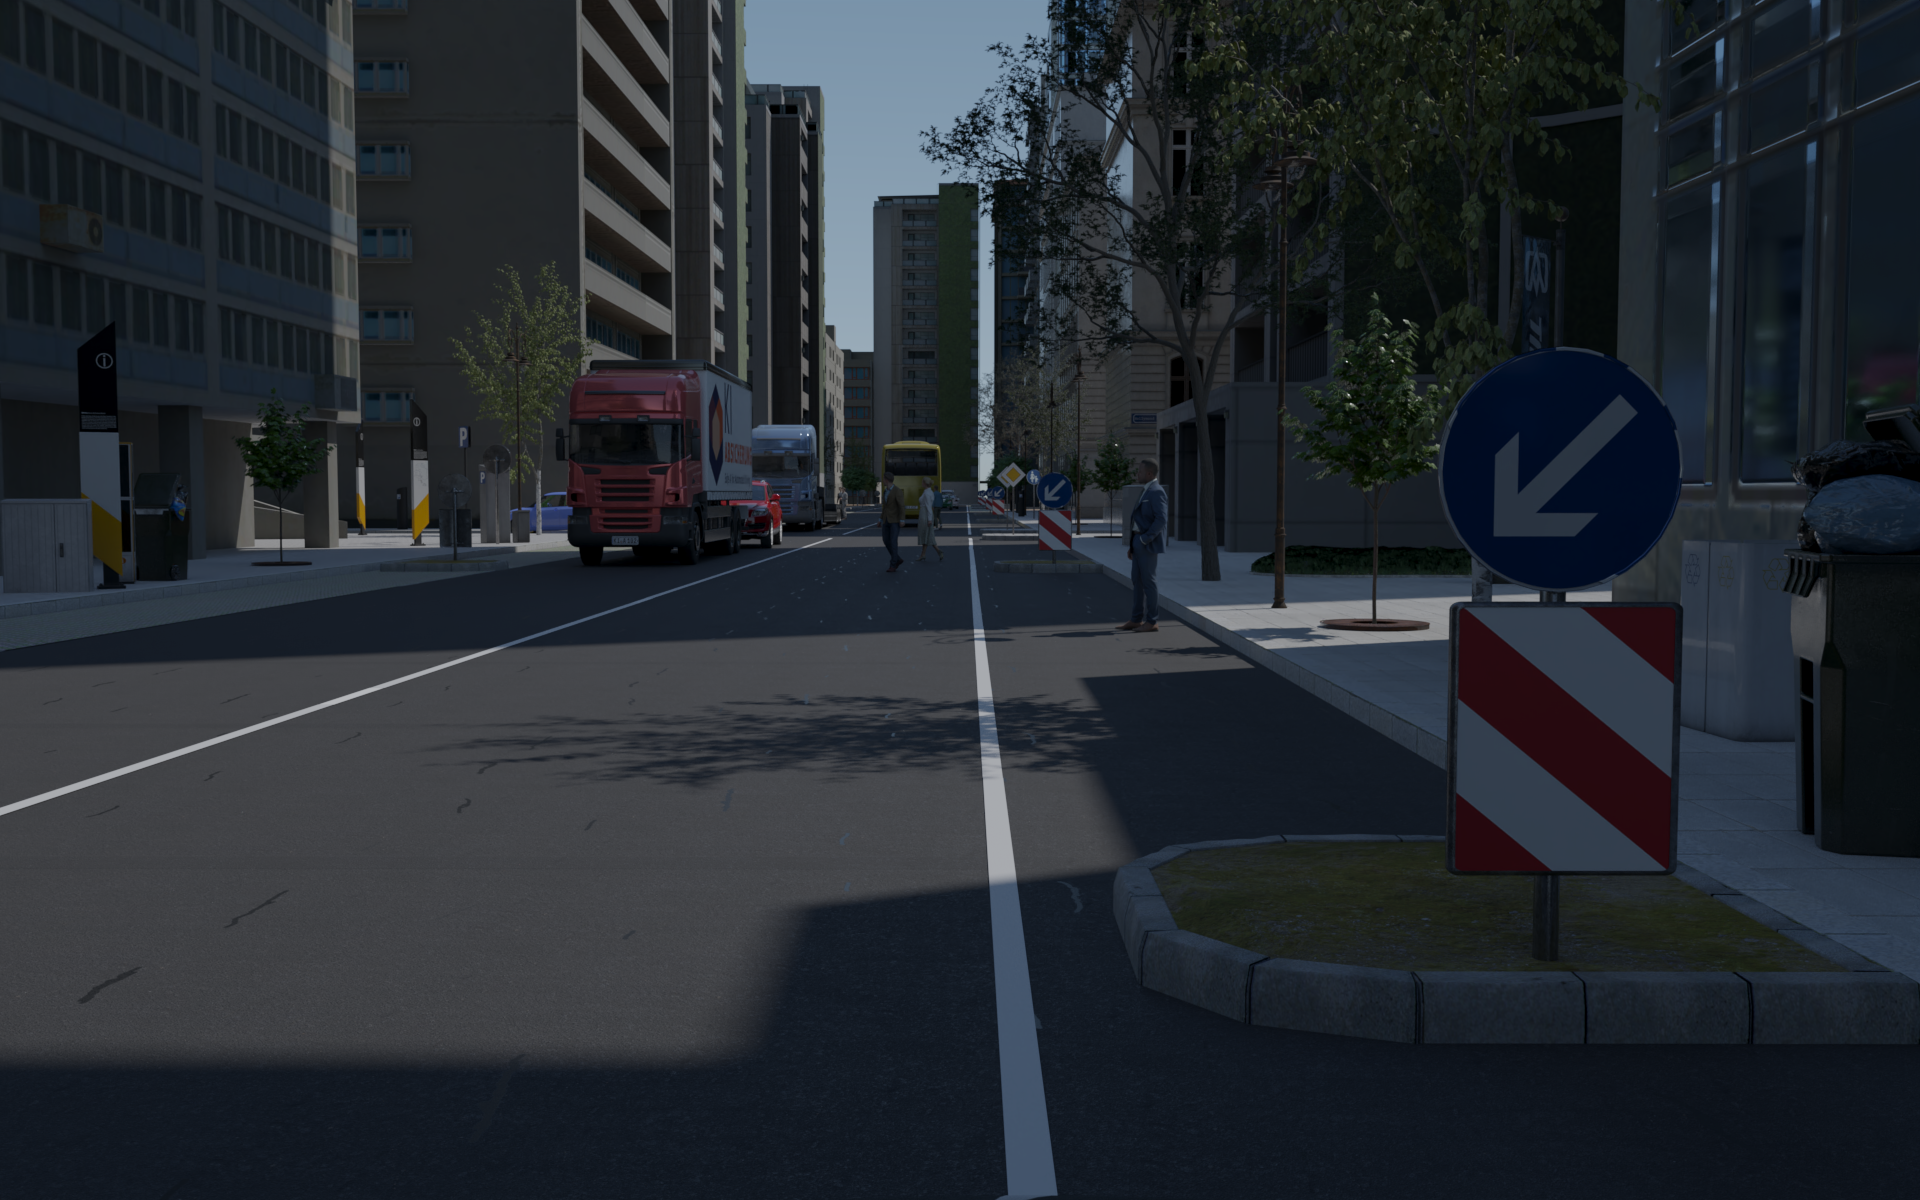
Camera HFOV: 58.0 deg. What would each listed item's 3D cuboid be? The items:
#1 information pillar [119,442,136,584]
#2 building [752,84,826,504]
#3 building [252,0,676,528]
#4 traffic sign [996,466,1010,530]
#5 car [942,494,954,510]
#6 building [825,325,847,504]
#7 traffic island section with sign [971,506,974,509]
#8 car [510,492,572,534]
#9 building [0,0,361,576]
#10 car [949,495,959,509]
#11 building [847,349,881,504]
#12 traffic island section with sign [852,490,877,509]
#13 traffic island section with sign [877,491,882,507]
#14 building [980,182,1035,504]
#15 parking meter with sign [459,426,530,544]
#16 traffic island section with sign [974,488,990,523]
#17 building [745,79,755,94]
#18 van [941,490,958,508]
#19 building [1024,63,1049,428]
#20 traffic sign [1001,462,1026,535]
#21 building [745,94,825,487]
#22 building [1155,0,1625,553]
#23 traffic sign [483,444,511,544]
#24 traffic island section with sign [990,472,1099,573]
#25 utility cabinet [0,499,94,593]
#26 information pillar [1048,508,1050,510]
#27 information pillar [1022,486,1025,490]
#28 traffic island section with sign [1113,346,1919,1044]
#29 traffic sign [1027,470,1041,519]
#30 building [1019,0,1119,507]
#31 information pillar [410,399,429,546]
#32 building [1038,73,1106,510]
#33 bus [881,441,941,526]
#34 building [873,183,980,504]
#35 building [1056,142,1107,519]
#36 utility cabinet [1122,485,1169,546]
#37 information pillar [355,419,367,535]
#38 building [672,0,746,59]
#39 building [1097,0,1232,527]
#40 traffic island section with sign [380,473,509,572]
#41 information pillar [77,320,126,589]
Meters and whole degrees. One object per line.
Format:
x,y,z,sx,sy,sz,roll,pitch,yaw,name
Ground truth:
-11.940,-1.235,24.680,0.304,2.012,0.304,-1,4,-21,information pillar
-20.669,-29.664,168.593,14.154,41.232,14.086,0,4,0,building
-24.652,-27.516,73.594,21.300,48.544,21.600,0,4,0,building
1.702,-3.596,62.432,0.795,2.450,0.064,0,4,0,traffic sign
-1.579,-8.706,154.145,2.131,1.459,4.920,0,4,-1,car
-28.760,-21.652,199.046,28.899,21.520,27.650,0,4,0,building
1.910,-6.540,115.557,1.989,1.847,2.006,0,4,0,traffic island section with sign
-13.760,-3.026,59.060,3.694,1.707,1.945,0,3,0,car
-26.135,-20.966,34.671,23.993,40.220,32.217,0,4,0,building
-1.072,-9.450,166.874,2.083,1.381,4.827,0,4,-1,car
-25.881,-23.911,235.979,28.899,21.520,27.650,0,4,0,building
-9.185,-9.529,164.434,1.989,1.847,2.006,0,4,0,traffic island section with sign
-9.084,-11.178,191.389,1.989,1.847,2.006,0,4,0,traffic island section with sign
17.083,-35.381,233.101,28.867,44.769,22.147,0,4,0,building
-12.101,-2.989,45.125,1.738,3.016,0.543,-3,5,-41,parking meter with sign
1.817,-4.837,87.719,1.989,1.847,2.006,0,4,0,traffic island section with sign
-29.925,-27.972,149.223,32.217,40.220,23.993,0,4,0,building
-1.269,-10.493,178.565,2.013,2.044,4.112,0,4,2,van
18.681,-35.239,195.773,23.786,49.044,30.456,0,4,0,building
1.674,-3.107,54.447,0.795,2.450,0.064,0,4,0,traffic sign
-17.675,-21.835,128.711,14.160,30.474,14.107,0,4,0,building
16.138,-36.823,40.316,20.563,71.187,20.611,0,4,0,building
-11.831,-2.699,44.241,0.768,2.556,0.104,1,4,10,traffic sign
1.627,-1.455,32.411,1.989,1.847,2.006,0,4,0,traffic island section with sign
-11.903,-0.699,22.597,1.020,1.237,0.306,-1,4,-16,utility cabinet
4.108,-4.406,76.534,0.304,2.012,0.304,2,4,30,information pillar
4.828,-8.612,132.159,0.183,3.616,0.504,1,4,16,information pillar
1.518,0.194,5.456,1.989,1.847,2.006,0,4,0,traffic island section with sign
3.851,-5.499,90.013,0.768,2.556,0.104,0,4,3,traffic sign
17.182,-52.034,163.428,22.319,86.520,31.000,0,4,0,building
-13.361,-3.145,42.784,0.183,3.616,0.504,2,4,30,information pillar
11.658,-21.094,122.376,11.434,29.767,29.804,0,4,0,building
-2.219,-5.381,79.528,2.896,3.916,12.252,0,4,-1,bus
-4.407,-33.418,229.976,14.086,41.232,14.154,0,4,0,building
10.710,-15.216,97.933,9.793,20.994,18.267,0,4,0,building
4.525,-2.059,42.342,1.173,1.500,0.318,3,5,40,utility cabinet
-18.633,-3.821,53.820,0.183,3.616,0.504,0,4,0,information pillar
-20.882,-25.831,105.933,14.154,41.232,14.086,0,4,0,building
23.312,-15.340,69.889,34.723,24.649,14.460,0,4,0,building
-9.639,-1.471,32.672,1.989,1.847,2.006,0,4,0,traffic island section with sign
-11.557,-1.954,23.295,0.504,3.616,0.183,-2,4,-32,information pillar
